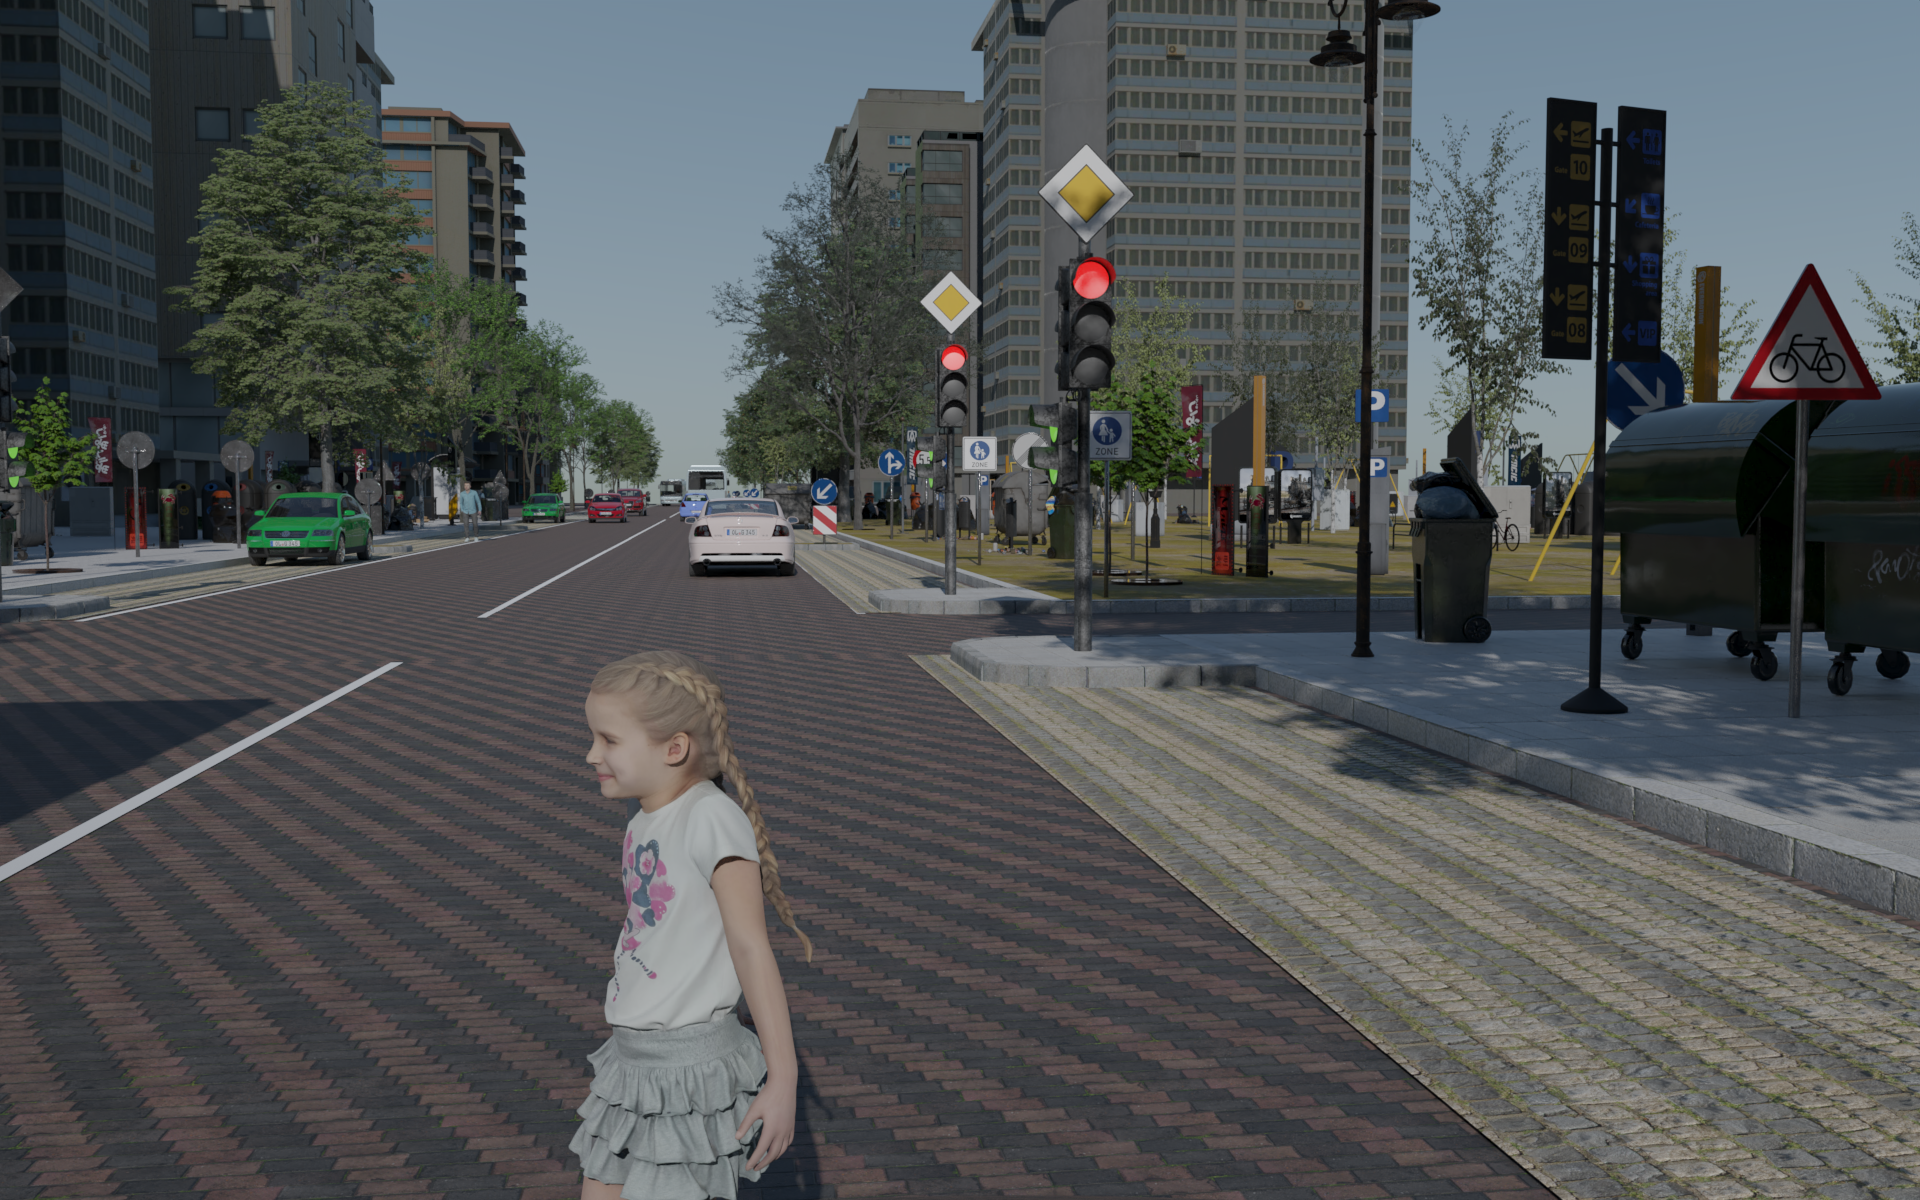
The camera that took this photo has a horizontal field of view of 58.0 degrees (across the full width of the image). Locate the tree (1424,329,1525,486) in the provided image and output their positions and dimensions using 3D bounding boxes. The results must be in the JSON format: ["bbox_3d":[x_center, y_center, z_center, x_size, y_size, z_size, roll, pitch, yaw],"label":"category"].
[{"bbox_3d":[21.838,-7.471,72.520,4.737,8.622,4.395,0,3,0],"label":"tree"}]

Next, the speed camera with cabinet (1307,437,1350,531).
[{"bbox_3d":[12.847,-4.074,60.950,2.038,3.252,0.660,-3,4,-37],"label":"speed camera with cabinet"}]

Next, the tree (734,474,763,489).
[{"bbox_3d":[-28.504,-19.900,243.492,7.486,12.596,7.792,0,3,0],"label":"tree"}]

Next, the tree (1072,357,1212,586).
[{"bbox_3d":[2.785,-1.832,24.557,1.663,3.219,1.824,0,3,0],"label":"tree"}]

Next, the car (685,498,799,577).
[{"bbox_3d":[-3.970,-1.174,31.556,2.083,1.381,4.827,0,4,-7],"label":"car"}]

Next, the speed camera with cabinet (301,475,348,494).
[{"bbox_3d":[-30.366,-5.407,82.742,2.038,3.252,0.660,-3,4,-37],"label":"speed camera with cabinet"}]

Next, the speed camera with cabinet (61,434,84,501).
[{"bbox_3d":[-29.708,-3.800,56.464,2.038,3.252,0.660,-2,4,-31],"label":"speed camera with cabinet"}]

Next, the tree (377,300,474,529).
[{"bbox_3d":[-19.753,-6.910,63.348,4.737,8.622,4.395,0,3,0],"label":"tree"}]

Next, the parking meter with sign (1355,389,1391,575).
[{"bbox_3d":[6.703,-1.944,28.046,0.543,3.016,1.738,1,4,10],"label":"parking meter with sign"}]

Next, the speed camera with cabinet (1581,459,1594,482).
[{"bbox_3d":[26.072,-4.716,71.443,0.660,3.252,2.038,2,4,28],"label":"speed camera with cabinet"}]

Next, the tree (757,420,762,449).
[{"bbox_3d":[-13.650,-11.149,132.640,4.737,8.622,4.395,0,3,0],"label":"tree"}]

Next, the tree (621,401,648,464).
[{"bbox_3d":[-25.635,-10.848,103.128,9.928,11.665,9.643,0,3,0],"label":"tree"}]

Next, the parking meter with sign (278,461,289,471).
[{"bbox_3d":[-35.594,-5.855,91.989,0.543,3.016,1.738,0,4,-1],"label":"parking meter with sign"}]

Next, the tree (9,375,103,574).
[{"bbox_3d":[-14.795,-2.059,28.259,1.663,3.219,1.824,0,3,0],"label":"tree"}]

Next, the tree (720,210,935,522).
[{"bbox_3d":[-5.301,-10.565,79.396,9.857,13.997,8.962,0,3,0],"label":"tree"}]

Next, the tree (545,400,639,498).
[{"bbox_3d":[-33.652,-13.425,153.908,7.601,10.594,8.767,-2,4,-25],"label":"tree"}]

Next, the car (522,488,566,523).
[{"bbox_3d":[-20.486,-4.678,85.288,1.959,1.807,4.718,0,4,-8],"label":"car"}]

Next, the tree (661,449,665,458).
[{"bbox_3d":[-46.979,-20.446,252.425,7.486,12.596,7.792,0,3,0],"label":"tree"}]

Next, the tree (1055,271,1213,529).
[{"bbox_3d":[6.022,-6.503,56.687,4.737,8.622,4.395,0,3,0],"label":"tree"}]

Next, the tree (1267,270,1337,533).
[{"bbox_3d":[12.250,-6.489,56.451,4.360,8.622,3.978,0,3,0],"label":"tree"}]

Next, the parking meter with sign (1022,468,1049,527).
[{"bbox_3d":[3.022,-4.293,66.458,1.738,3.016,0.543,-3,4,-38],"label":"parking meter with sign"}]

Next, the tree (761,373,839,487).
[{"bbox_3d":[-8.136,-9.064,98.555,4.737,8.622,4.395,0,3,0],"label":"tree"}]

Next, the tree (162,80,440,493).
[{"bbox_3d":[-18.081,-7.953,48.166,7.486,12.596,7.792,0,3,0],"label":"tree"}]

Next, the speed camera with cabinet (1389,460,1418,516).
[{"bbox_3d":[25.816,-6.508,100.737,2.038,3.252,0.660,2,4,32],"label":"speed camera with cabinet"}]

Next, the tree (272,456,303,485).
[{"bbox_3d":[-34.209,-5.707,87.904,1.663,3.219,1.824,0,3,0],"label":"tree"}]

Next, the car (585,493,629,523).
[{"bbox_3d":[-17.718,-4.773,87.080,2.155,1.783,4.494,-1,4,-9],"label":"car"}]

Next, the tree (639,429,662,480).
[{"bbox_3d":[-44.192,-18.414,235.487,7.601,10.594,8.767,0,4,5],"label":"tree"}]

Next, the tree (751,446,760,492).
[{"bbox_3d":[-20.020,-14.080,180.566,4.360,8.622,3.978,0,3,0],"label":"tree"}]

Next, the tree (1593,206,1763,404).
[{"bbox_3d":[17.850,-5.751,44.388,4.737,8.622,4.395,0,3,0],"label":"tree"}]

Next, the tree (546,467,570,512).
[{"bbox_3d":[-28.771,-7.896,123.708,1.663,3.219,1.824,0,3,0],"label":"tree"}]

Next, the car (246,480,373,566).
[{"bbox_3d":[-13.388,-1.652,35.808,1.959,1.807,4.718,0,4,-8],"label":"car"}]

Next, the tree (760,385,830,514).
[{"bbox_3d":[-9.879,-9.885,111.975,4.360,8.622,3.978,0,3,0],"label":"tree"}]

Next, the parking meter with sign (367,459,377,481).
[{"bbox_3d":[-28.703,-5.390,84.389,0.543,3.016,1.738,-2,4,-29],"label":"parking meter with sign"}]

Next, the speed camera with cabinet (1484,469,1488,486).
[{"bbox_3d":[18.358,-4.026,60.156,2.038,3.252,0.660,-2,4,-33],"label":"speed camera with cabinet"}]

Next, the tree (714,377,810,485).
[{"bbox_3d":[-18.103,-15.107,164.013,9.611,12.733,9.660,0,3,0],"label":"tree"}]

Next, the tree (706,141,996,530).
[{"bbox_3d":[-3.762,-9.239,61.422,12.009,13.543,11.850,0,3,0],"label":"tree"}]

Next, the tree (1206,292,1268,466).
[{"bbox_3d":[11.264,-6.950,63.989,4.360,8.622,3.978,0,3,0],"label":"tree"}]

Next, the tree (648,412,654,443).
[{"bbox_3d":[-37.172,-15.944,186.435,9.928,11.665,9.643,0,3,0],"label":"tree"}]

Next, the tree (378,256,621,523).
[{"bbox_3d":[-22.154,-9.214,76.406,9.928,11.665,9.643,0,3,0],"label":"tree"}]

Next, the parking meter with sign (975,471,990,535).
[{"bbox_3d":[0.685,-3.569,54.621,0.543,3.016,1.738,0,4,-3],"label":"parking meter with sign"}]

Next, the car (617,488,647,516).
[{"bbox_3d":[-21.553,-6.378,112.956,2.281,1.827,5.304,0,4,-7],"label":"car"}]

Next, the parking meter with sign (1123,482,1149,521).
[{"bbox_3d":[8.224,-5.273,82.476,1.738,3.016,0.543,-1,4,-23],"label":"parking meter with sign"}]

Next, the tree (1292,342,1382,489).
[{"bbox_3d":[17.826,-7.976,80.775,4.737,8.622,4.395,0,3,0],"label":"tree"}]

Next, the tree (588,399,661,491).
[{"bbox_3d":[-40.392,-17.648,206.666,7.486,12.596,7.792,0,3,0],"label":"tree"}]

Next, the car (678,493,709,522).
[{"bbox_3d":[-13.972,-5.027,91.777,1.945,1.707,3.694,0,4,-8],"label":"car"}]

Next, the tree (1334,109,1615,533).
[{"bbox_3d":[10.328,-5.088,33.557,4.360,8.622,3.978,0,3,0],"label":"tree"}]
